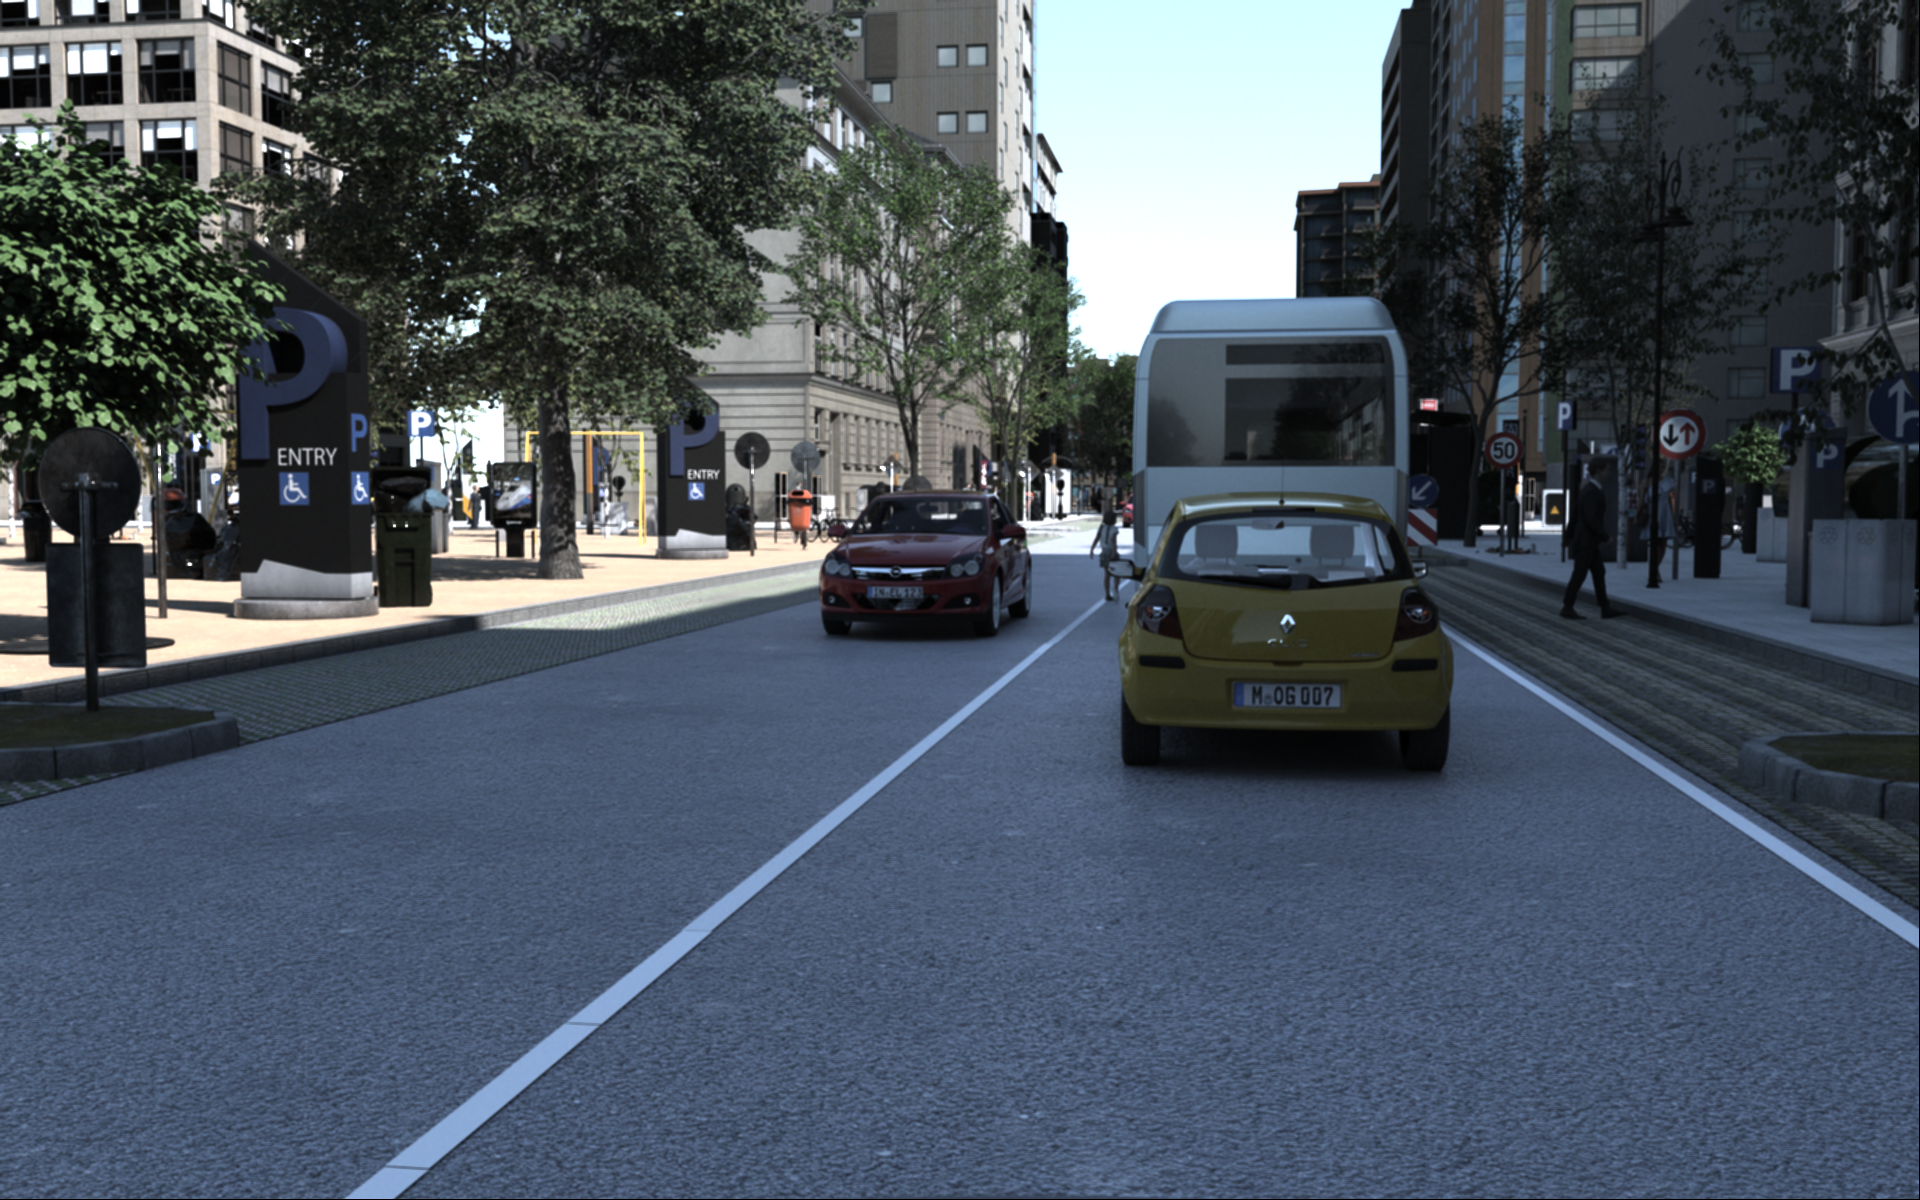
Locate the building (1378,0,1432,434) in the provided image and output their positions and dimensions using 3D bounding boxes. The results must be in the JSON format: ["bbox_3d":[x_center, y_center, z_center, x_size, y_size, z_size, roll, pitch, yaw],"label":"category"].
[{"bbox_3d":[51.971,-33.180,166.197,21.300,48.544,21.600,1,4,9],"label":"building"}]

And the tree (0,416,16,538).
[{"bbox_3d":[-27.694,-6.141,50.762,4.737,8.622,4.395,0,3,0],"label":"tree"}]

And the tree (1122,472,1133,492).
[{"bbox_3d":[15.670,-10.678,158.296,4.285,4.588,4.351,0,3,0],"label":"tree"}]

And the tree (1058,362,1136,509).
[{"bbox_3d":[13.493,-14.003,145.954,9.611,12.733,9.660,0,3,0],"label":"tree"}]

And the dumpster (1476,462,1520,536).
[{"bbox_3d":[16.259,-3.094,53.087,1.502,2.255,1.985,1,4,9],"label":"dumpster"}]

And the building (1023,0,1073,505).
[{"bbox_3d":[-3.410,-54.184,198.585,31.000,86.520,22.319,1,4,9],"label":"building"}]

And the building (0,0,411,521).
[{"bbox_3d":[-50.060,-17.630,92.763,34.151,26.468,19.350,1,4,9],"label":"building"}]

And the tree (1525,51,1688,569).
[{"bbox_3d":[11.412,-4.825,29.245,4.360,8.622,3.978,0,3,0],"label":"tree"}]

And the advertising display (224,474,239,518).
[{"bbox_3d":[-23.280,-3.089,55.714,0.123,1.923,0.974,1,4,18],"label":"advertising display"}]

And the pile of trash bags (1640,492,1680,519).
[{"bbox_3d":[27.804,-3.716,70.508,1.912,1.369,3.447,-3,5,-41],"label":"pile of trash bags"}]

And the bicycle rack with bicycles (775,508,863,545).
[{"bbox_3d":[-3.595,-1.945,45.179,2.852,0.926,2.925,-2,4,-27],"label":"bicycle rack with bicycles"}]

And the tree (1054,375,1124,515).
[{"bbox_3d":[7.681,-9.639,107.967,4.360,8.622,3.978,0,3,0],"label":"tree"}]

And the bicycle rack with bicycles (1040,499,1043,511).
[{"bbox_3d":[6.490,-6.747,123.689,2.925,0.926,2.852,-3,5,-42],"label":"bicycle rack with bicycles"}]

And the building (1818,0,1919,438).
[{"bbox_3d":[26.341,-12.140,34.645,11.583,22.565,21.152,1,4,9],"label":"building"}]

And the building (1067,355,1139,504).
[{"bbox_3d":[30.747,-24.508,245.751,28.899,21.520,27.650,1,4,9],"label":"building"}]

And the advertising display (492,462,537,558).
[{"bbox_3d":[-8.944,-1.809,34.795,0.974,1.923,0.123,1,4,21],"label":"advertising display"}]

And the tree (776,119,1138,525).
[{"bbox_3d":[-1.463,-7.565,49.443,9.928,11.665,9.643,0,3,0],"label":"tree"}]

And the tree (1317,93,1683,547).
[{"bbox_3d":[12.358,-6.540,41.338,8.767,10.594,7.601,0,4,-4],"label":"tree"}]

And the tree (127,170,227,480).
[{"bbox_3d":[-19.823,-5.476,39.891,4.360,8.622,3.978,0,3,0],"label":"tree"}]

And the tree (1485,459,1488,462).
[{"bbox_3d":[32.143,-7.324,103.466,4.285,4.588,4.351,0,3,0],"label":"tree"}]

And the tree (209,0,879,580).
[{"bbox_3d":[-6.069,-7.282,25.712,9.857,13.997,8.962,0,3,0],"label":"tree"}]

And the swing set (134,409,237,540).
[{"bbox_3d":[-13.949,-2.075,31.550,2.862,2.851,3.119,2,4,24],"label":"swing set"}]

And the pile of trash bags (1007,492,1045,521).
[{"bbox_3d":[3.158,-4.481,83.015,1.912,1.369,3.447,0,4,8],"label":"pile of trash bags"}]

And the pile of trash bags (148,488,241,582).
[{"bbox_3d":[-11.538,-1.046,26.856,3.447,1.369,1.912,3,4,36],"label":"pile of trash bags"}]

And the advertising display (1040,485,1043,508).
[{"bbox_3d":[5.990,-7.395,126.125,0.123,1.923,0.974,1,4,15],"label":"advertising display"}]

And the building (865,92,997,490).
[{"bbox_3d":[-5.060,-19.693,119.248,12.463,27.353,25.104,1,4,9],"label":"building"}]

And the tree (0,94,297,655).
[{"bbox_3d":[-7.313,-1.871,14.307,4.285,4.588,4.351,0,3,0],"label":"tree"}]

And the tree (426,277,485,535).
[{"bbox_3d":[-14.679,-6.640,58.928,4.737,8.622,4.395,0,3,0],"label":"tree"}]

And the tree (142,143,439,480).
[{"bbox_3d":[-14.421,-5.325,37.430,4.360,8.622,3.978,0,3,0],"label":"tree"}]

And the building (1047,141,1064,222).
[{"bbox_3d":[2.023,-40.447,250.547,27.495,52.752,28.713,1,4,9],"label":"building"}]

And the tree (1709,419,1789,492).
[{"bbox_3d":[33.288,-5.437,72.614,4.285,4.588,4.351,0,3,0],"label":"tree"}]

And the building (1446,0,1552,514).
[{"bbox_3d":[40.769,-28.493,115.967,14.600,45.320,14.200,1,4,9],"label":"building"}]

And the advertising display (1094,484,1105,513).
[{"bbox_3d":[9.365,-6.779,116.055,0.123,1.923,0.974,-3,4,-36],"label":"advertising display"}]

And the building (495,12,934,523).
[{"bbox_3d":[-11.688,-15.835,92.183,16.112,22.955,30.059,1,4,9],"label":"building"}]

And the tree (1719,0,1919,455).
[{"bbox_3d":[8.139,-3.897,14.084,4.360,8.622,3.978,0,3,0],"label":"tree"}]

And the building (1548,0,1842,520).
[{"bbox_3d":[38.111,-24.902,90.750,14.154,41.232,14.086,1,4,9],"label":"building"}]

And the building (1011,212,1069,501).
[{"bbox_3d":[3.428,-24.807,177.301,14.160,30.474,14.107,1,4,9],"label":"building"}]

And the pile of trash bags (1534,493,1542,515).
[{"bbox_3d":[36.096,-5.974,107.429,1.912,1.369,3.447,1,4,15],"label":"pile of trash bags"}]

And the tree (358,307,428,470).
[{"bbox_3d":[-20.873,-6.703,59.962,4.737,8.622,4.395,0,3,0],"label":"tree"}]

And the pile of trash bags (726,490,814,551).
[{"bbox_3d":[-4.987,-1.829,39.652,3.447,1.369,1.912,1,4,14],"label":"pile of trash bags"}]

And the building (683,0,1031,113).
[{"bbox_3d":[-8.130,-34.752,157.426,28.713,52.752,27.495,1,4,9],"label":"building"}]

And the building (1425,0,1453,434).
[{"bbox_3d":[48.666,-43.208,144.700,20.563,71.187,20.611,1,4,9],"label":"building"}]

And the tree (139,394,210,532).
[{"bbox_3d":[-27.329,-6.582,57.983,4.737,8.622,4.395,0,3,0],"label":"tree"}]

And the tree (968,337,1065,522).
[{"bbox_3d":[2.784,-7.972,80.704,4.737,8.622,4.395,0,3,0],"label":"tree"}]

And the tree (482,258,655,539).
[{"bbox_3d":[-10.188,-6.048,49.253,4.737,8.622,4.395,0,3,0],"label":"tree"}]

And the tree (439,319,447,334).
[{"bbox_3d":[-15.635,-5.814,45.428,4.360,8.622,3.978,0,3,0],"label":"tree"}]

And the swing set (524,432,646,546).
[{"bbox_3d":[-9.357,-2.828,43.855,3.119,2.851,2.862,0,4,-8],"label":"swing set"}]
